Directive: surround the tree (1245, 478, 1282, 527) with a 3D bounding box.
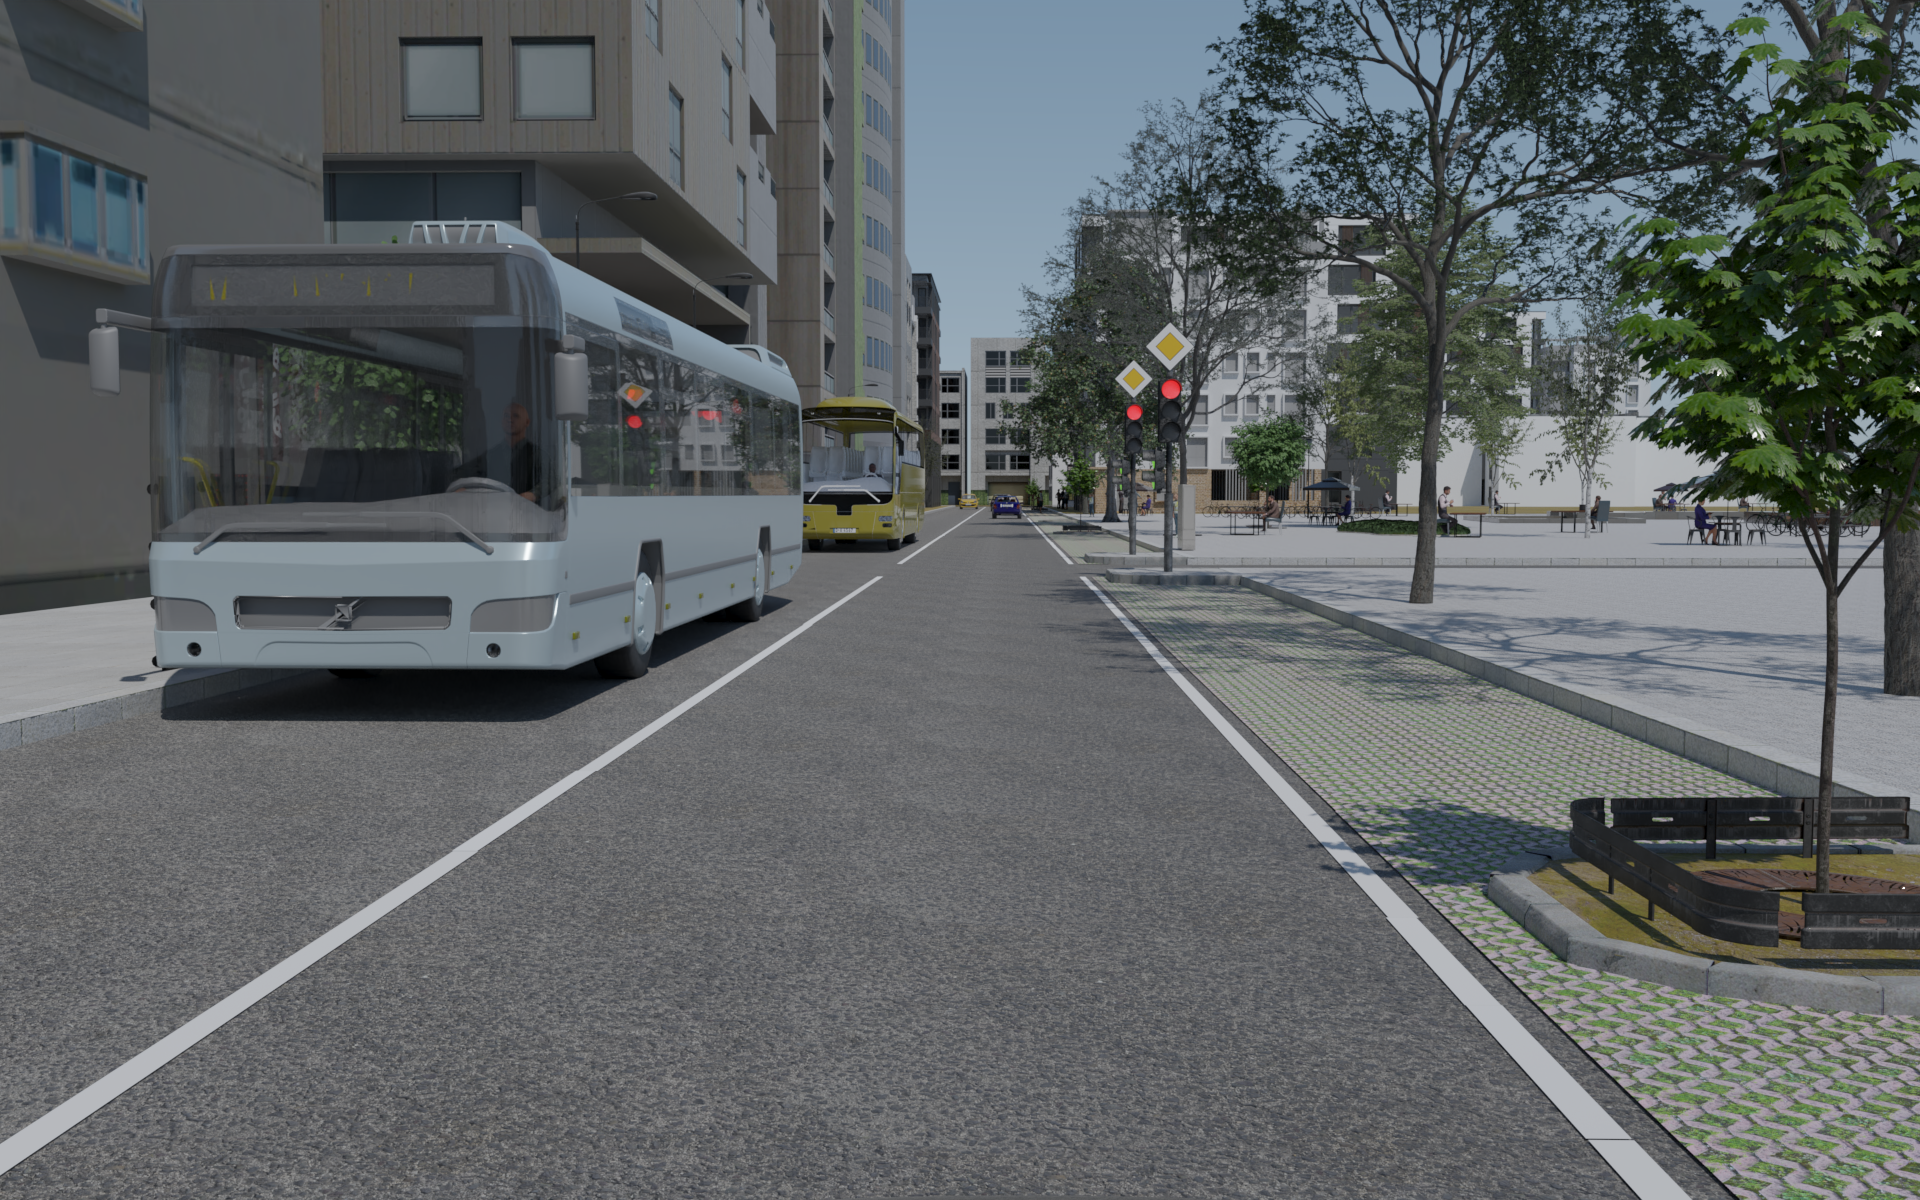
[{"bbox_3d":[11.699,-4.483,67.901,1.663,3.219,1.824,0,3,0],"label":"tree"}]

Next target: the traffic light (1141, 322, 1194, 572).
[{"bbox_3d":[3.416,-2.419,28.464,0.839,4.253,0.868,0,4,1],"label":"traffic light"}]

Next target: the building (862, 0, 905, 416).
[{"bbox_3d":[-14.211,-33.596,91.286,21.231,58.520,28.212,0,4,1],"label":"building"}]

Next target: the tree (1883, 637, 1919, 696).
[{"bbox_3d":[6.206,-4.690,11.102,8.767,10.594,7.601,1,4,18],"label":"tree"}]

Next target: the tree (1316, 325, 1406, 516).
[{"bbox_3d":[17.078,-7.593,74.500,4.737,8.622,4.395,0,3,0],"label":"tree"}]

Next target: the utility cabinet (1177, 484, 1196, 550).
[{"bbox_3d":[5.202,-1.897,39.702,0.318,1.500,1.173,0,4,2],"label":"utility cabinet"}]

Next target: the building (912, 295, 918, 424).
[{"bbox_3d":[-11.586,-17.924,149.473,16.016,20.091,11.380,0,4,1],"label":"building"}]

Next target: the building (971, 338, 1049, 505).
[{"bbox_3d":[17.157,-20.636,203.849,31.486,18.905,16.747,0,4,1],"label":"building"}]

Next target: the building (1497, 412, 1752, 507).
[{"bbox_3d":[69.191,-14.628,181.319,28.070,9.664,9.099,0,4,1],"label":"building"}]

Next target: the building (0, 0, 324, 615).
[{"bbox_3d":[-20.681,-23.962,15.480,21.600,48.544,21.300,0,4,1],"label":"building"}]

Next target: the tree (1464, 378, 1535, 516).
[{"bbox_3d":[31.876,-9.345,103.157,4.737,8.622,4.395,0,3,0],"label":"tree"}]

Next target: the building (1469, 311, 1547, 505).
[{"bbox_3d":[49.338,-22.250,207.769,32.646,21.610,27.936,0,4,1],"label":"building"}]

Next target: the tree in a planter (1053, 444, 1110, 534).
[{"bbox_3d":[4.328,-3.957,61.926,1.991,3.239,1.994,0,4,1],"label":"tree in a planter"}]

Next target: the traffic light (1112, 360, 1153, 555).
[{"bbox_3d":[3.625,-2.907,36.446,0.839,4.253,0.868,0,4,1],"label":"traffic light"}]

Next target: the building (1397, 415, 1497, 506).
[{"bbox_3d":[41.171,-14.768,183.610,28.070,9.664,9.099,0,4,1],"label":"building"}]

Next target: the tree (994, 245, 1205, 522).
[{"bbox_3d":[6.802,-9.862,78.259,9.611,12.733,9.660,0,3,0],"label":"tree"}]

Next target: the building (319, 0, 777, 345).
[{"bbox_3d":[-20.118,-28.158,49.628,28.713,52.752,27.495,0,4,1],"label":"building"}]

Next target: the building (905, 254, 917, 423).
[{"bbox_3d":[-12.370,-15.997,128.001,16.747,18.905,31.486,0,4,1],"label":"building"}]

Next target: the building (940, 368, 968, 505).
[{"bbox_3d":[-15.018,-20.677,204.521,31.486,18.905,16.747,0,4,1],"label":"building"}]

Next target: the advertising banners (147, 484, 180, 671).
[{"bbox_3d":[-5.678,-1.053,13.404,0.090,3.025,2.074,0,4,6],"label":"advertising banners"}]

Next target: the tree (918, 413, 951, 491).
[{"bbox_3d":[-3.046,-12.703,158.049,4.360,8.622,3.978,0,3,0],"label":"tree"}]

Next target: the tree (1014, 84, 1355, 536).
[{"bbox_3d":[6.830,-8.706,52.708,12.009,13.543,11.850,0,3,0],"label":"tree"}]

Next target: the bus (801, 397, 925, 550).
[{"bbox_3d":[-2.564,-3.419,47.454,2.896,3.916,12.252,0,4,2],"label":"bus"}]

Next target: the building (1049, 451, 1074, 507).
[{"bbox_3d":[13.724,-14.184,174.056,9.099,9.664,28.070,0,4,1],"label":"building"}]

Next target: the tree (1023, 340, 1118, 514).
[{"bbox_3d":[7.833,-11.219,109.184,9.928,11.665,9.643,0,3,0],"label":"tree"}]

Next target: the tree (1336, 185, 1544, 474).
[{"bbox_3d":[17.585,-8.893,63.536,7.486,12.596,7.792,0,3,0],"label":"tree"}]

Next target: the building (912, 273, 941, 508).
[{"bbox_3d":[-18.568,-20.220,174.573,32.646,21.610,27.936,0,4,1],"label":"building"}]

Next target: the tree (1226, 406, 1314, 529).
[{"bbox_3d":[11.572,-4.951,64.666,4.285,4.588,4.351,0,3,0],"label":"tree"}]

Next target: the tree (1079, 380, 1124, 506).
[{"bbox_3d":[8.172,-8.745,93.349,4.360,8.622,3.978,0,3,0],"label":"tree"}]

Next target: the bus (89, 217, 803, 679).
[{"bbox_3d":[-3.580,-1.310,16.272,2.948,3.499,13.247,0,4,2],"label":"bus"}]

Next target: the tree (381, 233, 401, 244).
[{"bbox_3d":[-7.229,-2.336,21.905,4.285,4.588,4.351,0,3,0],"label":"tree"}]

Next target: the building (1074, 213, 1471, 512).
[{"bbox_3d":[23.231,-18.261,142.534,27.936,21.610,32.646,0,4,1],"label":"building"}]

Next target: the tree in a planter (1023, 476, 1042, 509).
[{"bbox_3d":[7.044,-10.334,166.184,1.991,3.239,1.994,0,4,1],"label":"tree in a planter"}]

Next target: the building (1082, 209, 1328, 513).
[{"bbox_3d":[16.527,-16.169,120.775,16.016,20.091,11.380,0,4,1],"label":"building"}]

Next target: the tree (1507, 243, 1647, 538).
[{"bbox_3d":[18.222,-6.112,50.301,4.360,8.622,3.978,0,3,0],"label":"tree"}]

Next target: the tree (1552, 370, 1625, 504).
[{"bbox_3d":[37.008,-9.307,102.537,4.737,8.622,4.395,0,3,0],"label":"tree"}]

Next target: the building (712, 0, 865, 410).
[{"bbox_3d":[-11.480,-23.665,70.513,14.154,41.232,14.086,0,4,1],"label":"building"}]

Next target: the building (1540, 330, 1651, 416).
[{"bbox_3d":[72.169,-21.120,201.731,11.380,20.091,16.016,0,4,1],"label":"building"}]
